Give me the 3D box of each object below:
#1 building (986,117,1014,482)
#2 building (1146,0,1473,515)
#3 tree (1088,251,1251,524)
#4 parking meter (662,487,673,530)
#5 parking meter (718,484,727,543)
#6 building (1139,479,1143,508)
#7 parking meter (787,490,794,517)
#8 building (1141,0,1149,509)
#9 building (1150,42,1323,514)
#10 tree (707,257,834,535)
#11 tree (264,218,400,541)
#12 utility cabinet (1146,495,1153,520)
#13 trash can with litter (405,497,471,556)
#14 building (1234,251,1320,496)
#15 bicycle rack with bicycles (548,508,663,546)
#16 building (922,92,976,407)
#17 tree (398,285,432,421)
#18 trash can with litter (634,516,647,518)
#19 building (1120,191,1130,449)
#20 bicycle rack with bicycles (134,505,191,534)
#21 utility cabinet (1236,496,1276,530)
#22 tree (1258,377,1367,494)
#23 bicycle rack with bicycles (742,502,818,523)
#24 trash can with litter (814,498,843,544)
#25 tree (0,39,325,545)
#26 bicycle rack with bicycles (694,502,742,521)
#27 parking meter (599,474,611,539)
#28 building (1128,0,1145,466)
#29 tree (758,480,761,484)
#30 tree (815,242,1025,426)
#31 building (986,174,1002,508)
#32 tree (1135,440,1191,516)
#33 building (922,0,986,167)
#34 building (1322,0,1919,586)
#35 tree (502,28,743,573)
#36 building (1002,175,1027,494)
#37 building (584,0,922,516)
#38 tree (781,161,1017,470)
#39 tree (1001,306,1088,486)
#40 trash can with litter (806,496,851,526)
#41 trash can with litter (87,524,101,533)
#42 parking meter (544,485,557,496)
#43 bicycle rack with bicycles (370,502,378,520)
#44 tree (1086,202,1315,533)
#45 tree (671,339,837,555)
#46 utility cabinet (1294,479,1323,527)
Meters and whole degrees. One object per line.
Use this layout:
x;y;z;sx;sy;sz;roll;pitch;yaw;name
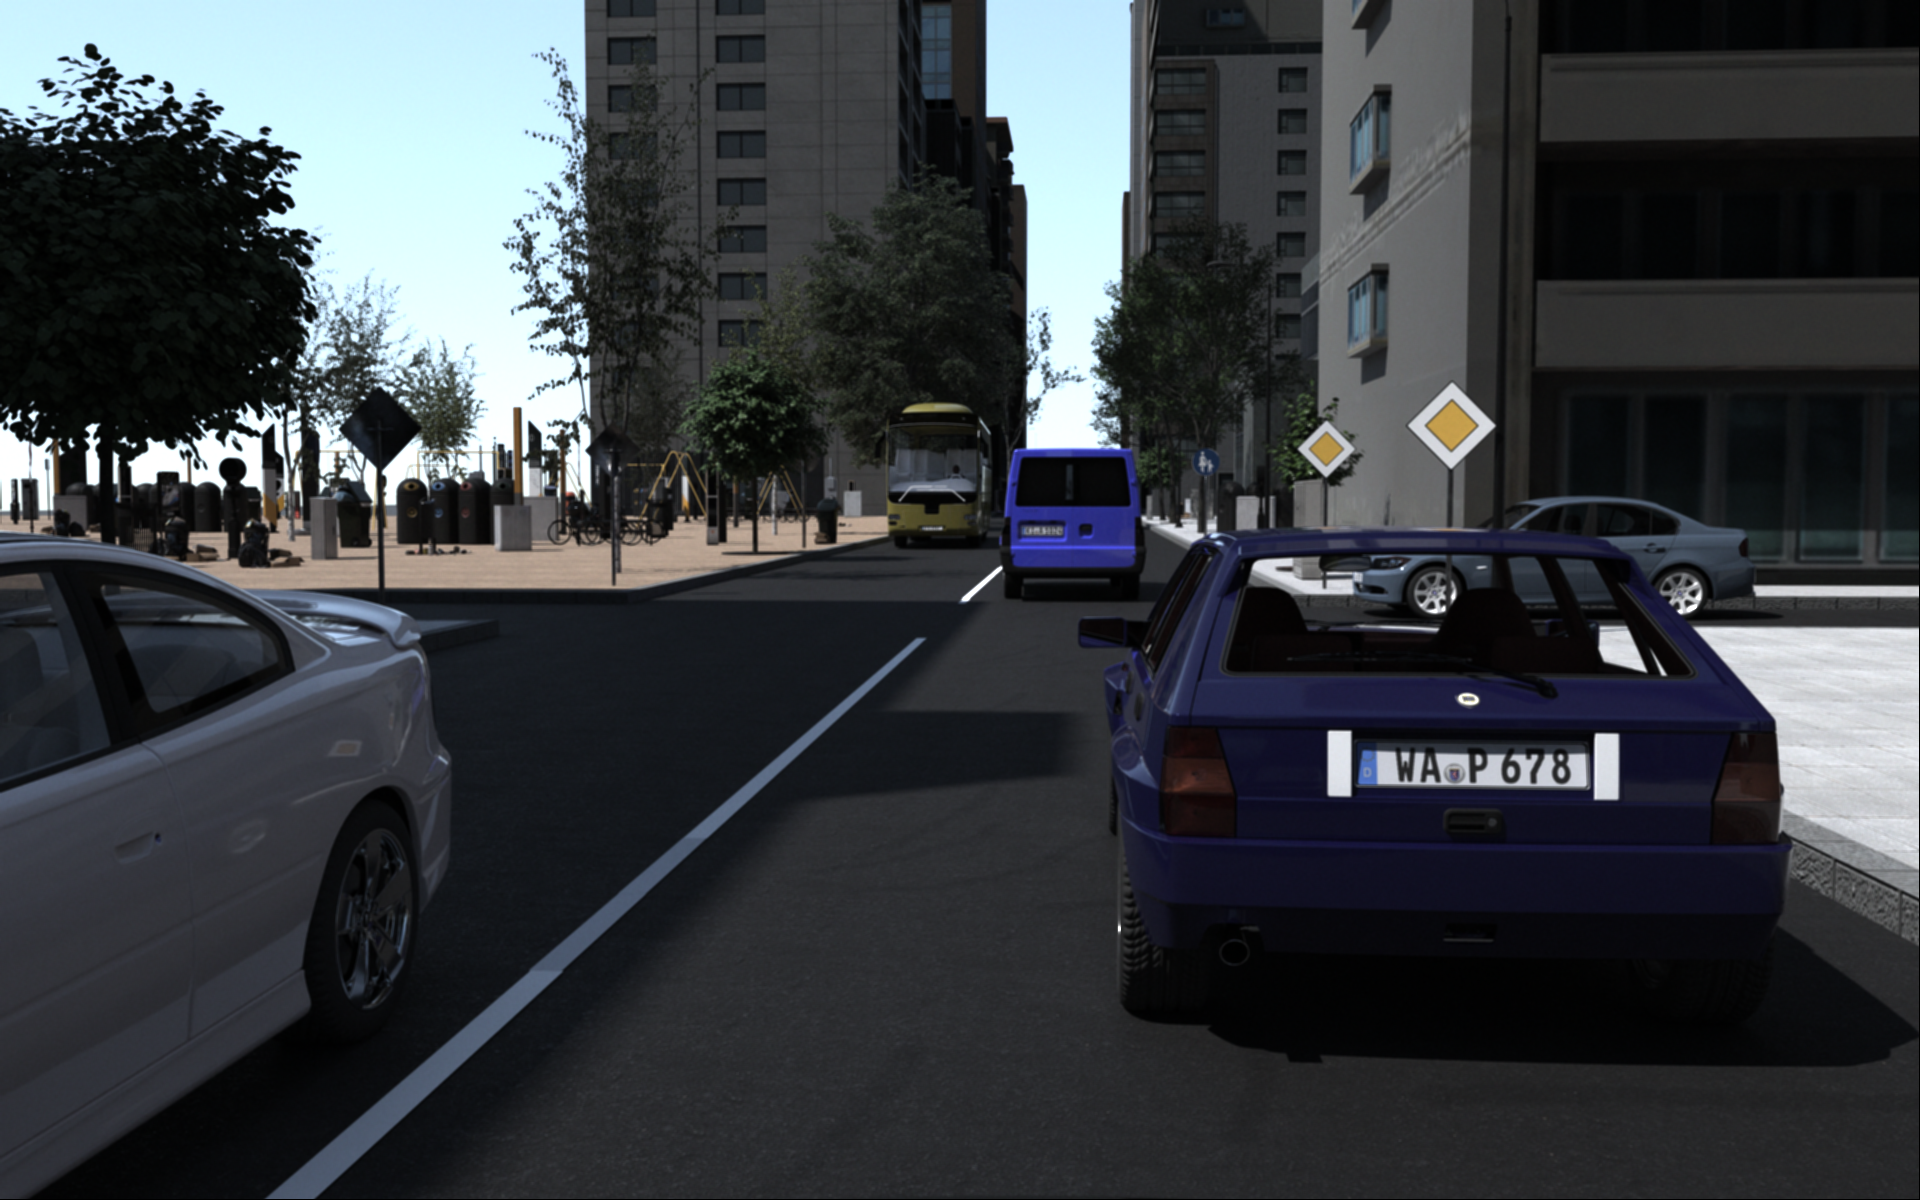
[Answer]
-5.166;-33.240;198.099;22.147;44.769;28.867;0;4;4;building
25.392;-31.072;131.725;21.300;48.544;21.600;0;4;4;building
9.122;-9.124;74.932;9.928;11.665;9.643;0;3;0;tree
-10.367;-3.244;61.444;0.372;1.533;0.369;0;3;0;parking meter
-6.349;-2.281;45.699;0.372;1.533;0.369;0;3;0;parking meter
24.118;-29.389;164.105;14.154;41.232;14.086;0;4;4;building
-9.675;-5.524;98.732;0.372;1.533;0.369;0;3;0;parking meter
22.783;-30.570;149.923;14.600;45.320;14.200;0;4;4;building
19.680;-20.986;114.820;14.160;30.474;14.107;0;4;4;building
-5.864;-6.353;54.230;4.737;8.622;4.395;0;3;0;tree
-17.924;-5.901;46.850;4.360;8.622;3.978;0;3;0;tree
9.431;-4.587;86.153;0.306;1.237;1.020;1;4;8;utility cabinet
-11.125;-1.600;37.211;1.678;1.210;2.233;1;4;16;trash can with litter
24.860;-46.632;75.110;22.319;86.520;31.000;0;4;4;building
-8.941;-1.864;43.861;2.925;0.926;2.852;-1;4;-13;bicycle rack with bicycles
-6.249;-21.757;127.428;14.160;30.474;14.107;0;4;4;building
-19.728;-6.535;57.210;4.360;8.622;3.978;0;3;0;tree
-16.624;-5.097;94.400;2.233;1.210;1.678;0;4;5;trash can with litter
30.160;-36.611;248.700;14.600;45.320;14.200;0;4;4;building
-26.075;-2.599;55.877;2.852;0.926;2.925;-1;4;-8;bicycle rack with bicycles
8.003;-2.184;46.875;1.020;1.237;0.306;2;4;24;utility cabinet
5.796;-2.090;28.770;1.663;3.219;1.824;0;3;0;tree
-7.763;-4.004;78.843;2.925;0.926;2.852;2;4;28;bicycle rack with bicycles
-3.406;-2.031;44.589;0.624;1.170;1.055;0;4;8;trash can with litter
-6.250;-1.778;12.780;4.285;4.588;4.351;0;3;0;tree
-10.816;-4.195;81.972;2.925;0.926;2.852;1;4;13;bicycle rack with bicycles
-10.145;-2.691;49.715;0.255;1.863;0.399;2;4;32;parking meter
29.756;-40.030;196.493;21.231;58.520;28.212;0;4;4;building
-11.192;-8.558;90.290;4.360;8.622;3.978;0;3;0;tree
-1.837;-10.446;81.158;12.009;13.543;11.850;0;3;0;tree
-3.555;-23.498;155.901;14.160;30.474;14.107;0;4;4;building
12.035;-7.303;103.125;4.285;4.588;4.351;0;3;0;tree
-5.150;-30.048;141.398;14.600;45.320;14.200;0;4;4;building
18.093;-24.972;31.991;21.600;48.544;21.300;0;4;4;building
-5.606;-4.757;28.147;4.360;8.622;3.978;0;3;0;tree
2.317;-36.339;244.248;14.600;45.320;14.200;0;4;4;building
-10.797;-41.033;109.141;20.563;71.187;20.611;0;4;4;building
-2.222;-9.886;68.286;9.857;13.997;8.962;0;3;0;tree
6.209;-19.451;173.914;12.611;20.169;13.585;0;3;0;tree
-5.101;-3.574;69.499;1.678;1.210;2.233;-2;4;-25;trash can with litter
-28.492;-2.828;57.618;1.055;1.170;0.624;0;4;-5;trash can with litter
-11.622;-2.494;49.186;0.372;1.533;0.369;0;3;0;parking meter
-30.592;-4.528;87.407;2.852;0.926;2.925;-1;4;-21;bicycle rack with bicycles
7.710;-7.468;56.515;8.767;10.594;7.601;3;5;41;tree
-4.460;-3.258;36.983;4.285;4.588;4.351;0;3;0;tree
5.286;-1.084;26.406;0.318;1.500;1.173;0;4;4;utility cabinet
